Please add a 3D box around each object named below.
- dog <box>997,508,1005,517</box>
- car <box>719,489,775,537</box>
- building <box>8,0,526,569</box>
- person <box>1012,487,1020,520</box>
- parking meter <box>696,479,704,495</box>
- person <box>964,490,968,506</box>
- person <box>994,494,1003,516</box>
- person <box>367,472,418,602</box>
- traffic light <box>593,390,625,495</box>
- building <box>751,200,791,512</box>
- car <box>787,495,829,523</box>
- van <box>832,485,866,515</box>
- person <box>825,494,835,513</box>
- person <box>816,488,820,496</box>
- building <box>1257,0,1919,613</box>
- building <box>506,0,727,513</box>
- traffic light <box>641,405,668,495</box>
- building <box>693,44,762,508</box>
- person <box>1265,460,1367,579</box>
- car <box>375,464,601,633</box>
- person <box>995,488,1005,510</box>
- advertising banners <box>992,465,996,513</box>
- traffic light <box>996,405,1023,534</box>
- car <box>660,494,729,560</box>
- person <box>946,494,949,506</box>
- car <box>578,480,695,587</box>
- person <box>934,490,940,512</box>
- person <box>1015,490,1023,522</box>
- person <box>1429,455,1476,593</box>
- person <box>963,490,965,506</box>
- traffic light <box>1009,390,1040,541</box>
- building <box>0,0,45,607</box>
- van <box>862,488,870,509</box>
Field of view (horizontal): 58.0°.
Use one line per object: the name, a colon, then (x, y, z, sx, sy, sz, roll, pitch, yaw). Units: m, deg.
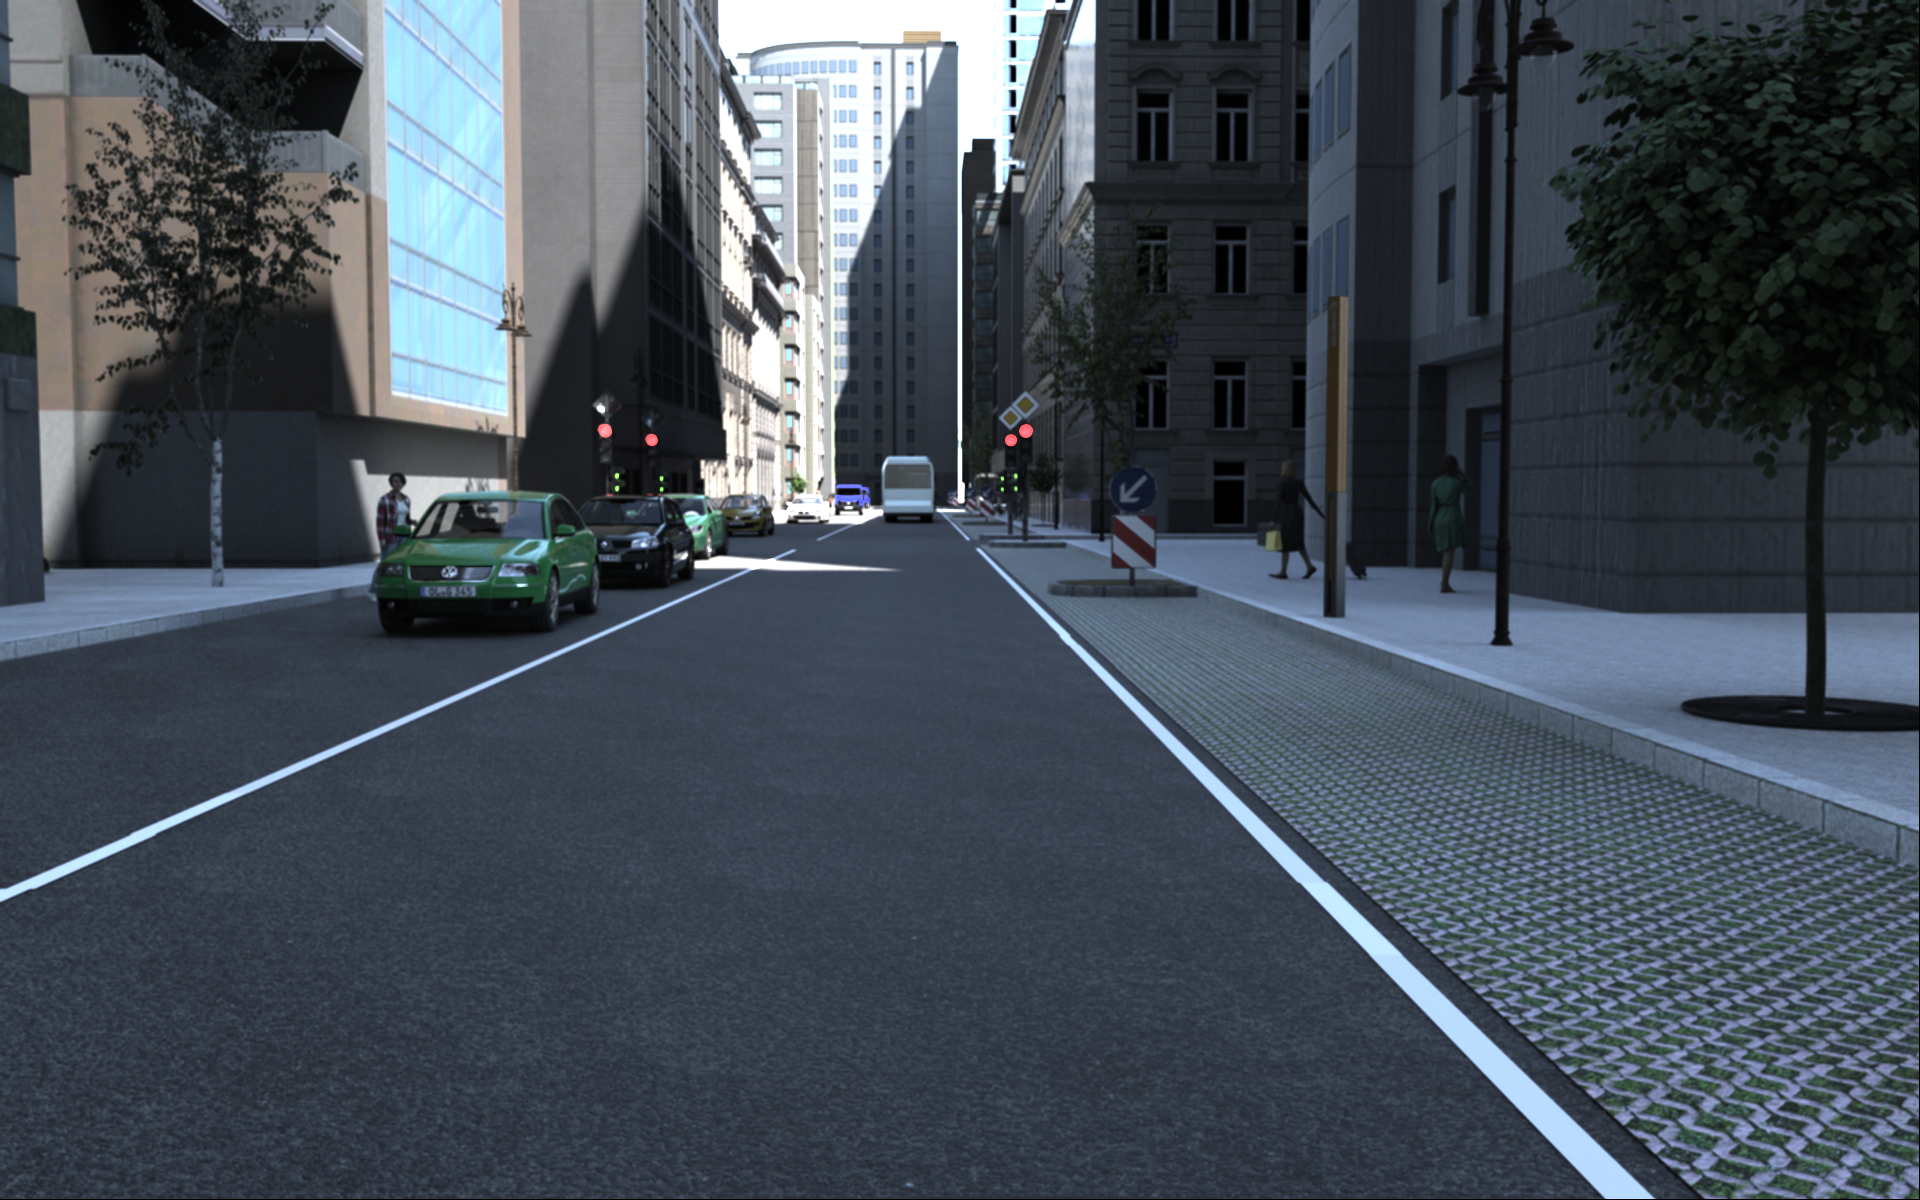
dog: (2.324, -4.932, 97.463, 0.540, 0.507, 0.406, 1, 4, 11)
car: (-7.416, -3.020, 59.593, 2.015, 1.641, 3.980, 0, 4, 1)
building: (-17.912, -23.568, 35.454, 14.200, 45.320, 14.600, 0, 4, -1)
person: (2.751, -4.854, 85.206, 0.447, 1.846, 0.655, -2, 4, -33)
parking meter: (-9.829, -3.657, 65.500, 0.255, 1.863, 0.399, 0, 4, 6)
person: (0.683, -11.050, 186.848, 0.705, 1.807, 1.348, -1, 4, -13)
person: (2.295, -5.618, 102.142, 0.590, 1.304, 0.306, 3, 4, 39)
person: (-7.531, -0.836, 22.999, 0.643, 1.720, 0.563, 2, 4, 30)
traffic light: (-9.503, -3.540, 46.796, 0.839, 4.253, 0.868, 0, 4, -1)
building: (-18.837, -16.741, 115.513, 13.314, 21.916, 24.055, 0, 4, -1)
car: (-7.542, -4.519, 86.247, 2.083, 1.381, 4.827, 0, 4, 0)
van: (-7.532, -6.938, 117.825, 2.240, 2.365, 5.245, 0, 4, -2)
person: (-9.939, -7.372, 132.297, 1.065, 1.426, 0.557, 2, 4, 28)
person: (-11.980, -8.547, 145.789, 0.705, 1.823, 1.348, -1, 4, -14)
building: (17.346, -29.909, 31.019, 21.231, 58.520, 28.212, 0, 4, -1)
building: (-17.308, -16.641, 65.584, 14.314, 27.812, 24.014, 0, 4, -1)
traffic light: (-9.674, -4.028, 54.779, 0.839, 4.253, 0.868, 0, 4, -1)
building: (-17.694, -17.946, 90.680, 12.463, 27.353, 25.104, 0, 4, -1)
person: (5.381, -1.217, 26.153, 1.509, 1.804, 0.699, 1, 4, 12)
car: (-5.170, -0.646, 19.351, 1.959, 1.807, 4.718, 0, 4, -3)
person: (2.991, -7.890, 135.755, 1.217, 1.736, 0.721, 3, 5, 40)
advertising banners: (2.058, -6.721, 106.074, 0.090, 3.025, 2.074, 0, 4, -4)
traffic light: (1.584, -4.044, 55.035, 0.839, 4.253, 0.868, 0, 4, -1)
car: (-6.361, -1.674, 39.174, 2.131, 1.459, 4.920, 0, 3, 0)
person: (-1.393, -11.124, 191.844, 0.593, 1.643, 0.415, 3, 5, 41)
car: (-5.338, -1.102, 27.798, 2.009, 1.686, 4.222, 0, 4, -1)
person: (-2.101, -7.763, 135.555, 1.348, 1.807, 0.705, -2, 4, -31)
person: (2.794, -4.545, 80.944, 0.643, 1.750, 0.593, -2, 4, -30)
person: (6.386, -1.003, 22.684, 0.600, 1.795, 0.529, 3, 4, 37)
person: (0.579, -11.362, 192.524, 0.721, 1.735, 1.217, 0, 4, 4)
traffic light: (1.755, -3.555, 47.051, 0.839, 4.253, 0.868, 0, 4, -1)
building: (-17.781, -20.111, 12.409, 14.154, 41.232, 14.086, 0, 4, -1)
van: (-9.849, -10.047, 168.644, 2.240, 2.365, 5.245, 0, 4, 0)
